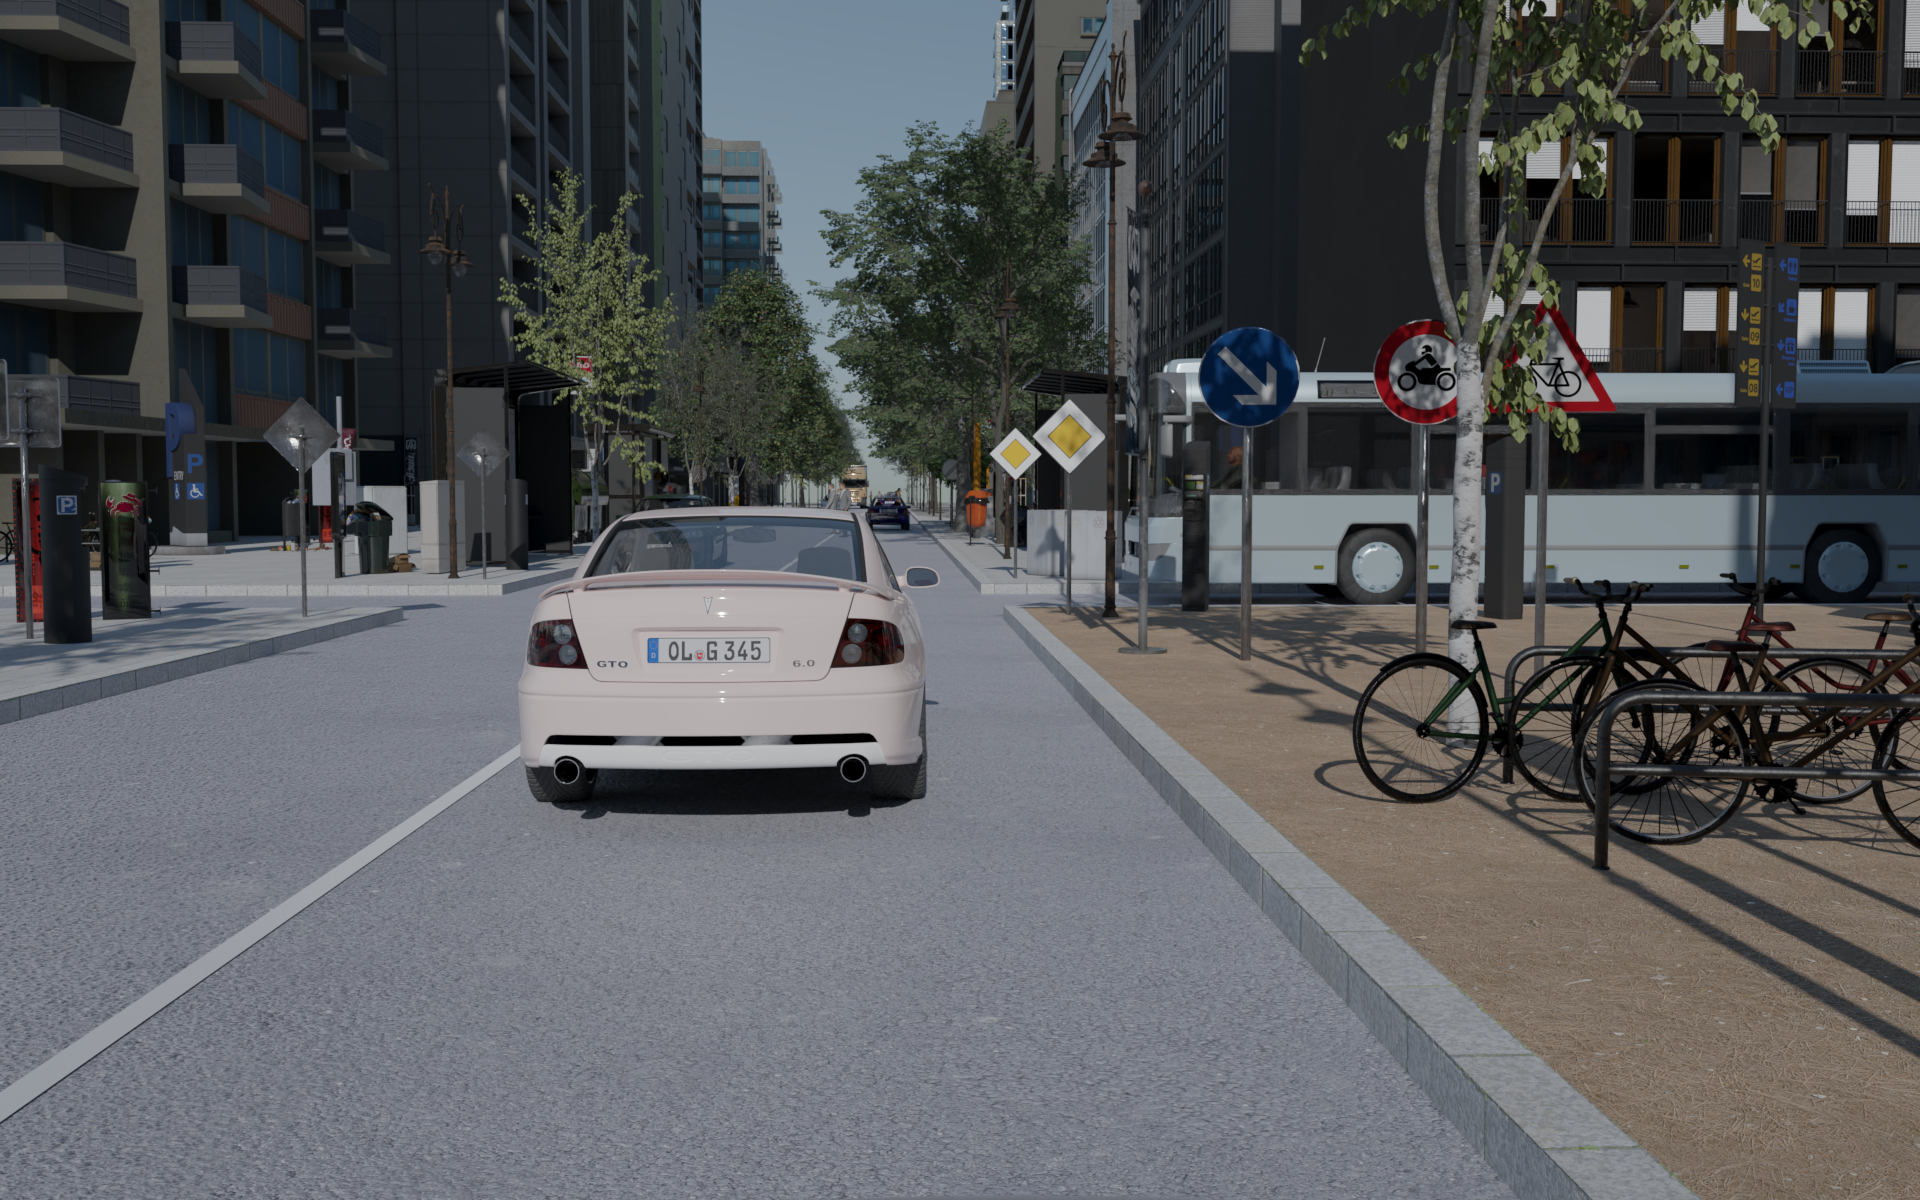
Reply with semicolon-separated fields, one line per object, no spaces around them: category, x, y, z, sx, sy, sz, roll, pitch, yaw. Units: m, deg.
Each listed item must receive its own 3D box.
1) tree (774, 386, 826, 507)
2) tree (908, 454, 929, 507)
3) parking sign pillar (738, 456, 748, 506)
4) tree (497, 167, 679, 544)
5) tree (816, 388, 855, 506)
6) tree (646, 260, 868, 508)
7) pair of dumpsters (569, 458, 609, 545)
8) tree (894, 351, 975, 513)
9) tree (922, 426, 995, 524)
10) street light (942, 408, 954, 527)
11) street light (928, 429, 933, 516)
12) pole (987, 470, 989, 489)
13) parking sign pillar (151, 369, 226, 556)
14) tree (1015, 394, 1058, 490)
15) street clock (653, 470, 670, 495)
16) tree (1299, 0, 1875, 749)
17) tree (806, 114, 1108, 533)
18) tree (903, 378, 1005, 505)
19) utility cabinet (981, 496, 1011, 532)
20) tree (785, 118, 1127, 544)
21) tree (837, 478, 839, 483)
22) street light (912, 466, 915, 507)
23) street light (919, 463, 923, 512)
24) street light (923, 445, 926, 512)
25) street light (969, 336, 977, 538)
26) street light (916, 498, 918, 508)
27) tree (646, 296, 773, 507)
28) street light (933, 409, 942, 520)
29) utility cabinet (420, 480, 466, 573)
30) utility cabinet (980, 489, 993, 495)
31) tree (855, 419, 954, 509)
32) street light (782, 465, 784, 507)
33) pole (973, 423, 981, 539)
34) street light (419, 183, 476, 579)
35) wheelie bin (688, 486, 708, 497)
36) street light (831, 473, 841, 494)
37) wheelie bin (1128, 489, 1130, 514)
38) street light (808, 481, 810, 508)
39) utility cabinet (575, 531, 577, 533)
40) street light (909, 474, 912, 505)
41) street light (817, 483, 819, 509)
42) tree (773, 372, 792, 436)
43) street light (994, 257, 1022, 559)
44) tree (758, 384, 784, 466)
tree;-10.684;-9.586;107.097;4.737;8.622;4.395;0;3;0
tree;-3.348;-13.589;172.547;4.737;8.622;4.395;0;3;0
parking sign pillar;-12.136;-6.614;96.610;1.447;3.967;1.447;0;4;-1
tree;-8.286;-5.431;39.156;4.737;8.622;4.395;0;3;0
tree;-15.242;-17.255;192.494;12.009;13.543;11.850;0;3;0
tree;-10.168;-10.268;84.885;9.611;12.733;9.660;0;3;0
pair of dumpsters;-10.391;-2.646;45.762;1.574;2.255;4.437;0;4;-2
tree;-1.770;-11.649;116.215;9.928;11.665;9.643;0;3;0
tree;0.072;-5.586;75.046;4.285;4.588;4.351;0;3;0
street light;-0.333;-5.795;67.544;0.468;5.910;1.993;0;4;-2
street light;-1.540;-7.842;101.012;0.468;5.910;1.993;0;4;-2
pole;1.487;-6.132;94.104;0.158;3.312;0.155;0;3;0
parking sign pillar;-16.401;-2.951;36.716;1.447;3.967;1.447;-3;4;-39
tree;3.964;-9.025;97.929;4.360;8.622;3.978;0;3;0
street clock;-8.806;-2.849;51.152;0.471;2.002;0.358;0;4;-7
tree;2.789;-3.556;8.509;4.737;8.622;4.395;0;3;0
tree;0.007;-9.230;57.567;9.857;13.997;8.962;0;3;0
tree;-0.251;-8.511;89.510;4.360;8.622;3.978;0;3;0
utility cabinet;1.217;-2.894;58.484;1.020;1.237;0.306;0;4;3
tree;0.734;-6.707;44.066;7.601;10.594;8.767;-2;4;-27
tree;-16.297;-17.733;240.288;4.360;8.622;3.978;0;3;0
street light;-3.976;-11.453;160.044;0.468;5.910;1.993;0;4;-2
street light;-2.673;-9.419;126.793;0.468;5.910;1.993;0;4;-2
street light;-1.934;-8.357;109.420;0.468;5.910;1.993;0;4;-2
street light;0.364;-4.771;50.798;0.468;5.910;1.993;0;4;-2
street light;-3.290;-10.435;143.392;0.468;5.910;1.993;0;4;-2
tree;-9.901;-6.983;64.534;4.360;8.622;3.978;0;3;0
street light;-0.956;-6.827;84.411;0.468;5.910;1.993;0;4;-2
utility cabinet;-8.425;-1.194;28.201;0.318;1.500;1.173;0;4;5
utility cabinet;0.740;-3.751;70.000;1.173;1.500;0.318;2;4;26
tree;-2.594;-14.734;151.271;12.009;13.543;11.850;0;3;0
street light;-10.507;-7.943;102.653;0.468;5.910;1.993;0;4;-2
pole;0.489;-3.417;49.717;0.158;3.312;0.155;0;3;0
street light;-7.695;-3.264;26.147;0.468;5.910;1.993;0;4;-2
wheelie bin;-10.513;-3.755;69.304;0.980;1.594;0.693;0;4;-3
street light;-14.524;-14.053;202.547;0.468;5.910;1.993;0;4;-2
wheelie bin;6.729;-3.914;71.894;0.980;1.594;0.693;-3;4;-37
street light;-11.873;-9.991;136.140;0.468;5.910;1.993;0;4;-2
utility cabinet;-12.563;-2.837;57.540;1.020;1.237;0.306;2;4;32
street light;-4.725;-12.514;177.399;0.468;5.910;1.993;0;4;-2
street light;-12.531;-11.006;152.737;0.468;5.910;1.993;0;4;-2
tree;-9.297;-7.406;71.448;4.360;8.622;3.978;0;3;0
street light;0.936;-3.746;34.029;0.468;5.910;1.993;0;4;-2
tree;-12.534;-11.998;130.584;8.767;10.594;7.601;0;4;2
